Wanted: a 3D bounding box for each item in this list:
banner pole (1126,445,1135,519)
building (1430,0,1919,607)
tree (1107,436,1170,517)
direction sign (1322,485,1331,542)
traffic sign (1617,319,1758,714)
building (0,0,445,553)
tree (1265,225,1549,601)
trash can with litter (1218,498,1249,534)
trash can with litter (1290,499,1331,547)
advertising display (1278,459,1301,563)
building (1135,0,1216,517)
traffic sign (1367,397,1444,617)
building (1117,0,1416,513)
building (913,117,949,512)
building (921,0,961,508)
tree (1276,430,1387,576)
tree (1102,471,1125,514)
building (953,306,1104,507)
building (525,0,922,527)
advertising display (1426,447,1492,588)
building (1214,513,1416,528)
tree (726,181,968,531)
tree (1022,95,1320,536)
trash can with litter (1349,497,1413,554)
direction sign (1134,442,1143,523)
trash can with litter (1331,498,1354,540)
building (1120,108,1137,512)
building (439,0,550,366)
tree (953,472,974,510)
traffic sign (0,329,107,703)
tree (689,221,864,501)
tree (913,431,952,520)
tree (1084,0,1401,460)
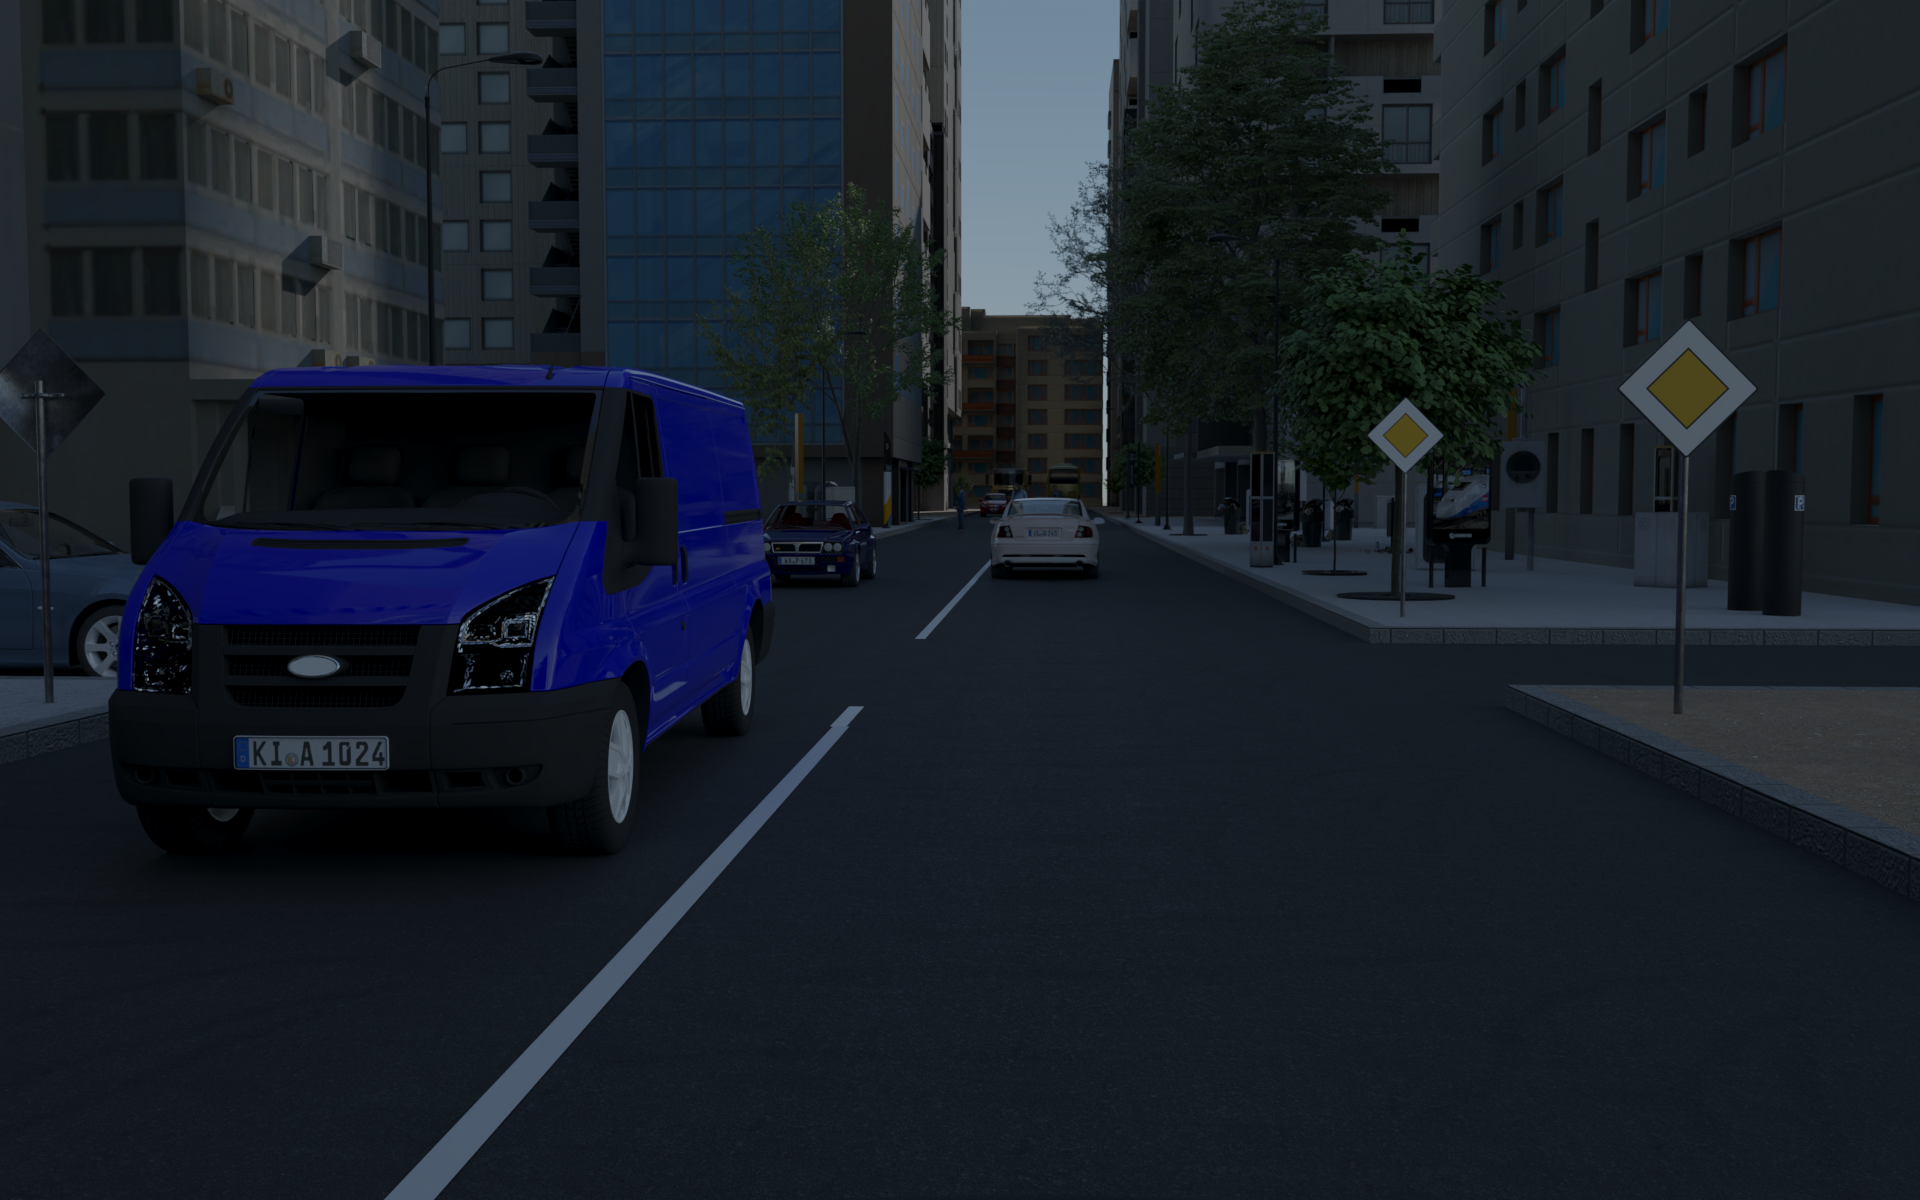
[{"bbox_3d":[8.671,-6.013,88.335,0.401,3.779,0.863,3,5,42],"label":"banner pole"},{"bbox_3d":[26.038,-11.358,30.750,28.899,21.520,27.650,0,4,3],"label":"building"},{"bbox_3d":[9.785,-6.868,95.999,4.285,4.588,4.351,0,3,0],"label":"tree"},{"bbox_3d":[9.794,-3.338,46.574,0.876,3.537,0.379,3,5,44],"label":"direction sign"},{"bbox_3d":[4.185,-0.391,10.039,0.795,2.450,0.064,0,4,3],"label":"traffic sign"},{"bbox_3d":[-23.564,-20.745,31.065,32.217,40.220,23.993,0,4,3],"label":"building"},{"bbox_3d":[5.399,-2.296,21.261,4.285,4.588,4.351,0,3,0],"label":"tree"},{"bbox_3d":[8.712,-2.668,55.002,0.624,1.170,1.055,3,5,41],"label":"trash can with litter"},{"bbox_3d":[8.347,-1.871,41.970,0.624,1.170,1.055,-2,4,-26],"label":"trash can with litter"},{"bbox_3d":[6.077,-1.675,32.599,0.123,1.923,0.974,-1,4,-22],"label":"advertising display"},{"bbox_3d":[21.863,-34.779,110.642,21.231,58.520,28.212,0,4,3],"label":"building"},{"bbox_3d":[4.615,-0.879,18.012,0.795,2.450,0.064,0,4,3],"label":"traffic sign"},{"bbox_3d":[27.888,-34.464,152.723,28.713,52.752,27.495,0,4,3],"label":"building"},{"bbox_3d":[-8.324,-21.869,129.258,14.160,30.474,14.107,0,4,3],"label":"building"},{"bbox_3d":[-13.502,-34.564,154.358,27.495,52.752,28.713,0,4,3],"label":"building"},{"bbox_3d":[6.092,-2.010,27.471,1.663,3.219,1.824,0,3,0],"label":"tree"},{"bbox_3d":[10.204,-7.340,114.617,1.663,3.219,1.824,0,3,0],"label":"tree"},{"bbox_3d":[1.020,-21.232,192.190,28.899,21.520,27.650,0,4,3],"label":"building"},{"bbox_3d":[-9.043,-25.814,72.162,14.600,45.320,14.200,0,4,3],"label":"building"},{"bbox_3d":[6.856,-1.137,23.802,0.974,1.923,0.123,-1,4,-19],"label":"advertising display"},{"bbox_3d":[23.926,-29.873,77.668,28.713,52.752,27.495,0,4,3],"label":"building"},{"bbox_3d":[-3.726,-8.160,59.175,9.928,11.665,9.643,0,3,0],"label":"tree"},{"bbox_3d":[7.009,-8.737,53.212,12.009,13.543,11.850,0,3,0],"label":"tree"},{"bbox_3d":[9.354,-1.642,37.903,1.678,1.210,2.233,1,4,14],"label":"trash can with litter"},{"bbox_3d":[7.856,-5.144,76.109,0.379,3.537,0.876,0,4,1],"label":"direction sign"},{"bbox_3d":[10.498,-2.246,48.108,0.624,1.170,1.055,-1,4,-17],"label":"trash can with litter"},{"bbox_3d":[19.279,-22.085,132.787,14.160,30.474,14.107,0,4,3],"label":"building"},{"bbox_3d":[-16.001,-31.741,108.198,28.713,52.752,27.495,0,4,3],"label":"building"},{"bbox_3d":[0.013,-8.796,138.408,1.663,3.219,1.824,0,3,0],"label":"tree"},{"bbox_3d":[-5.594,-0.425,10.584,0.795,2.450,0.064,0,4,3],"label":"traffic sign"},{"bbox_3d":[-4.742,-5.864,46.233,4.737,8.622,4.395,0,3,0],"label":"tree"},{"bbox_3d":[-2.793,-6.651,92.461,4.285,4.588,4.351,0,3,0],"label":"tree"},{"bbox_3d":[6.598,-7.449,39.914,7.486,12.596,7.792,0,3,0],"label":"tree"}]
